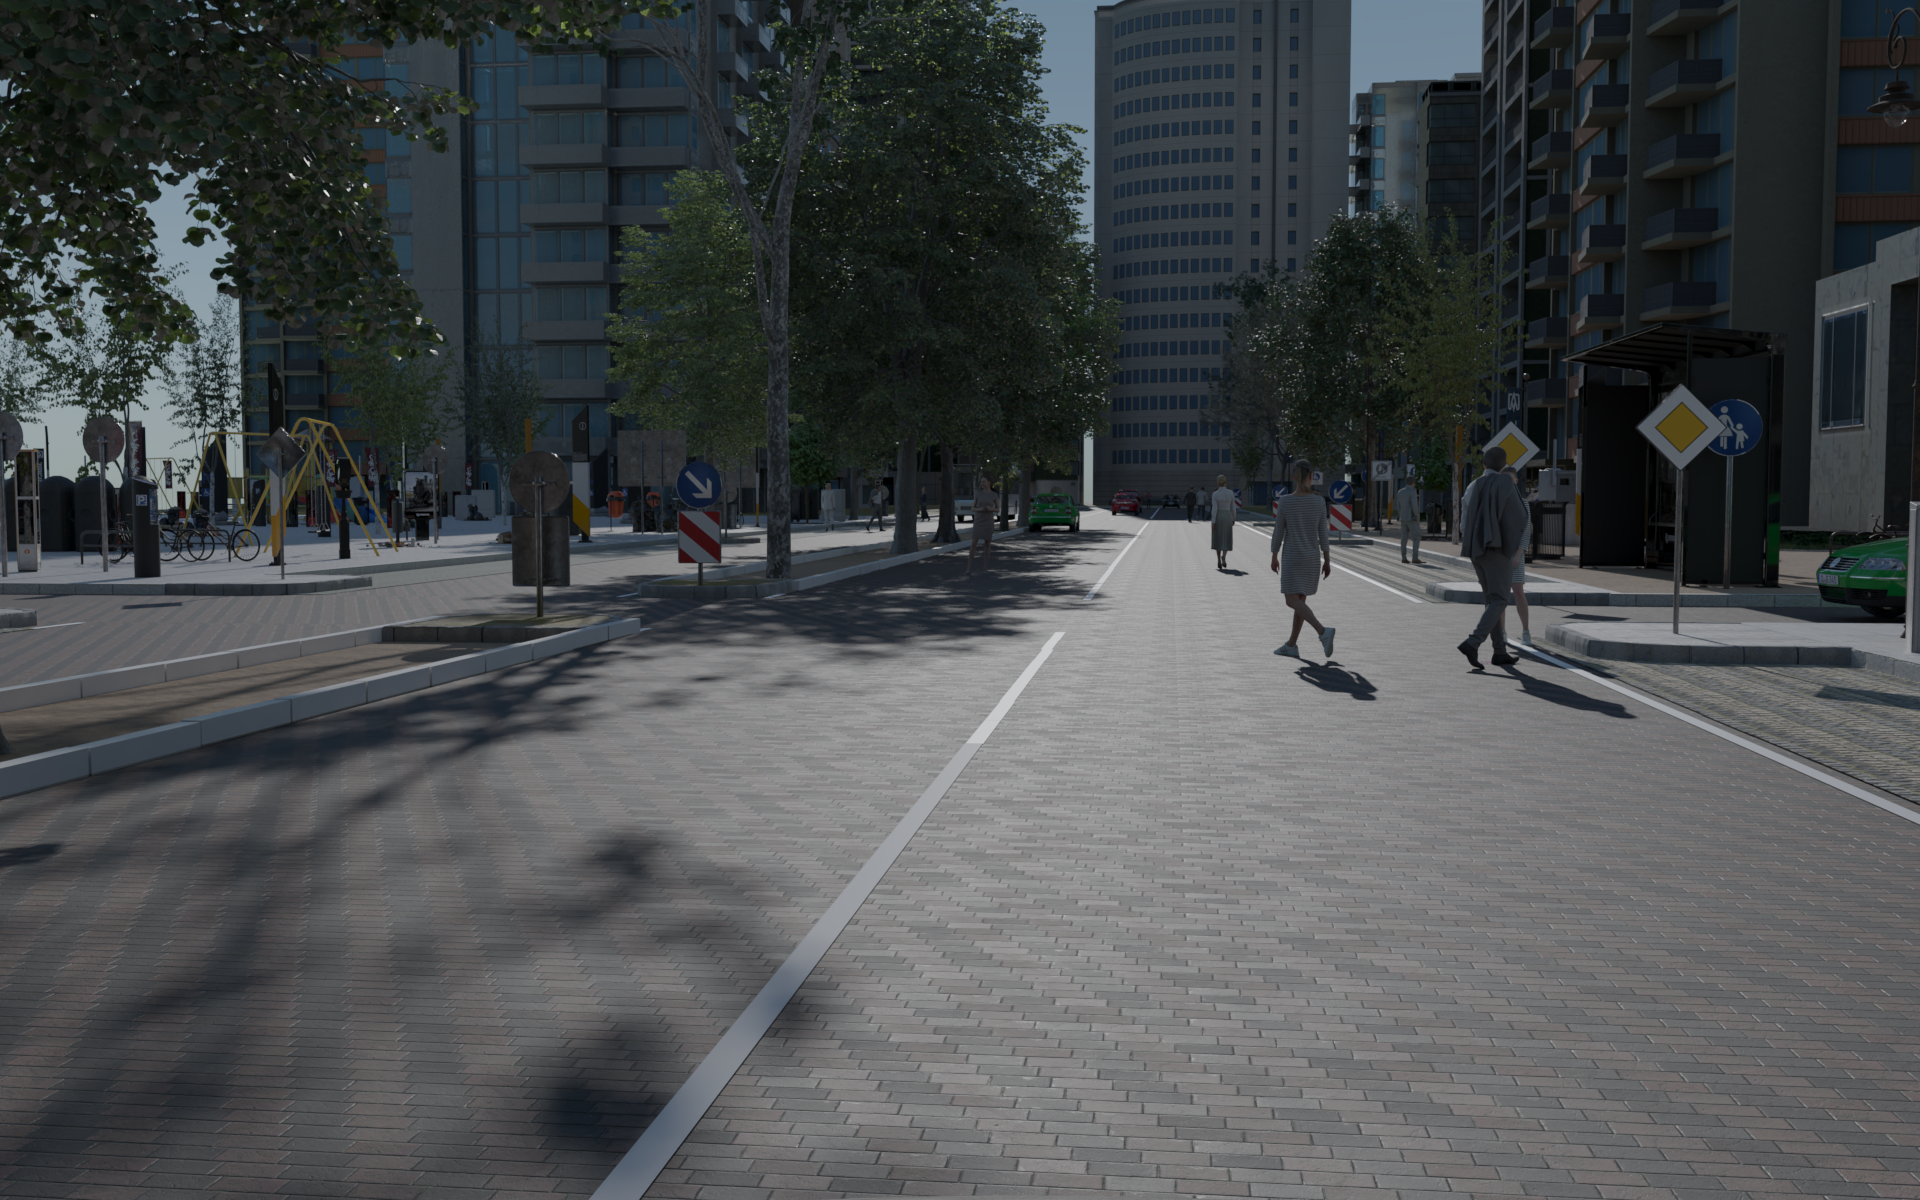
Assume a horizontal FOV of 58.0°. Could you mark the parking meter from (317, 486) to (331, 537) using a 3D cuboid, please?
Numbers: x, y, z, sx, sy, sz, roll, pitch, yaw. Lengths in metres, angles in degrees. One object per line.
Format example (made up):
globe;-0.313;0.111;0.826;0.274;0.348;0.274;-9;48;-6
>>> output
parking meter;-18.941;-2.640;51.576;0.372;1.533;0.369;0;3;0

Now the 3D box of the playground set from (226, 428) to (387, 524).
playground set;-28.460;-5.404;75.141;5.637;4.214;5.302;1;4;18

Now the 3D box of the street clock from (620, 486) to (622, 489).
street clock;-19.423;-5.860;100.383;0.471;2.002;0.358;1;4;18

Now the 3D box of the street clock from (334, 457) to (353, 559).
street clock;-12.196;-1.817;34.276;0.358;2.002;0.471;-2;4;-31

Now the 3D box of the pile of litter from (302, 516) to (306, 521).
pile of litter;-30.625;-4.157;81.929;1.176;0.858;1.719;1;4;11

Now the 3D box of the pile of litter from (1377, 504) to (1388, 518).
pile of litter;22.399;-4.800;92.449;1.176;0.858;1.719;2;4;29

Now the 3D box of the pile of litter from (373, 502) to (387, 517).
pile of litter;-33.050;-5.127;97.784;1.719;0.858;1.176;-1;4;-18

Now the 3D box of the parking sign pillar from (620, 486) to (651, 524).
parking sign pillar;-14.035;-5.295;75.045;1.447;3.967;1.447;3;4;38

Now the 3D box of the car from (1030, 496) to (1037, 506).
car;5.221;-6.441;117.897;1.945;1.354;3.894;1;4;8

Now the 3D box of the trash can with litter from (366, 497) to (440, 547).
trash can with litter;-13.699;-1.921;42.461;1.678;1.210;2.233;-1;4;-21

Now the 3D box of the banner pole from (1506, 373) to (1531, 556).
banner pole;11.562;-2.807;35.912;0.863;3.779;0.401;-2;4;-34

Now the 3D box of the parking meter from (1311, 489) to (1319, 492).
parking meter;17.529;-4.715;85.502;0.372;1.533;0.369;0;3;0

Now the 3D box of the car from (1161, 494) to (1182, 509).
car;20.774;-9.818;170.308;2.009;1.686;4.222;0;4;7

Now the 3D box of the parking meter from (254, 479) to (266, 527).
parking meter;-27.722;-3.845;68.574;0.399;1.863;0.255;1;4;17

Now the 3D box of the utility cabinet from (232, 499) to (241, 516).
utility cabinet;-42.765;-5.733;102.413;0.318;1.500;1.173;-1;4;-12

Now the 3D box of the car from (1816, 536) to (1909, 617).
car;12.112;-0.642;19.293;4.718;1.807;1.959;0;4;5

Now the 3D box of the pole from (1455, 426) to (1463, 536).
pole;14.867;-3.537;51.673;0.158;3.312;0.155;0;3;0

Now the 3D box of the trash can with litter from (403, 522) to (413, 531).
trash can with litter;-19.115;-3.016;60.694;1.055;1.170;0.624;-1;4;-20

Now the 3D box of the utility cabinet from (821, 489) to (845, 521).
utility cabinet;-5.895;-4.391;80.473;1.173;1.500;0.318;2;4;31

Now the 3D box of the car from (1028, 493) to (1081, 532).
car;3.663;-3.544;66.744;1.959;1.807;4.718;0;4;7

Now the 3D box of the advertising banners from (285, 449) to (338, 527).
advertising banners;-25.151;-4.338;67.122;2.074;3.025;0.090;-1;4;-13

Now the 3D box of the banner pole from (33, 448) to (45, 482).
banner pole;-44.056;-5.703;83.254;0.863;3.779;0.401;-1;4;-22

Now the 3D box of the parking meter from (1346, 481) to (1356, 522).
parking meter;17.939;-4.515;79.531;0.255;1.863;0.399;-3;5;-40

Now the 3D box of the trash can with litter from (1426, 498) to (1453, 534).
trash can with litter;15.633;-2.737;56.133;1.055;1.170;0.624;1;4;18

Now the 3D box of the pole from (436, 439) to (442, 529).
pole;-19.216;-4.282;63.856;0.158;3.312;0.155;0;3;0

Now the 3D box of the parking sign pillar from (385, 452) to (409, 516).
parking sign pillar;-33.205;-6.960;102.273;1.447;3.967;1.447;-1;4;-19

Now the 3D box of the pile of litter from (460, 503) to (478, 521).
pile of litter;-23.204;-4.225;83.051;1.719;0.858;1.176;3;4;39

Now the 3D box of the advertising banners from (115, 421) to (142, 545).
advertising banners;-20.343;-2.788;41.776;2.074;3.025;0.090;2;4;30

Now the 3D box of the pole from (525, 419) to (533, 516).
pole;-11.722;-3.260;47.136;0.158;3.312;0.155;0;3;0

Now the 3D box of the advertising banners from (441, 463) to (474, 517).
advertising banners;-28.132;-6.147;96.698;2.074;3.025;0.090;-2;4;-34

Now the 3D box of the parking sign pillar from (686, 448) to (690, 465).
parking sign pillar;-15.954;-6.891;101.144;1.447;3.967;1.447;-1;4;-10

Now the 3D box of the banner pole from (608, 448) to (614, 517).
banner pole;-19.215;-6.441;95.331;0.401;3.779;0.863;1;4;13

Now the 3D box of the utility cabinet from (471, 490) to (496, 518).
utility cabinet;-25.278;-5.089;91.891;1.173;1.500;0.318;0;4;1

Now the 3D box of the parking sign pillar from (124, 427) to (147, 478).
parking sign pillar;-32.750;-4.913;68.800;1.447;3.967;1.447;0;4;-6

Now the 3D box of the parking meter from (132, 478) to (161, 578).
parking meter;-12.543;-1.119;26.701;0.372;1.533;0.369;0;3;0

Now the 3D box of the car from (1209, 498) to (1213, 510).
car;23.327;-8.905;155.380;2.009;1.686;4.222;1;4;8

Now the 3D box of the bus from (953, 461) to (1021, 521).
bus;1.463;-6.070;94.108;2.948;3.499;13.247;0;4;8

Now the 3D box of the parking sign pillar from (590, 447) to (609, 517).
parking sign pillar;-20.791;-6.798;99.616;1.447;3.967;1.447;2;4;30

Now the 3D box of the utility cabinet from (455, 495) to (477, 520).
utility cabinet;-24.464;-4.564;85.789;1.020;1.237;0.306;0;4;-3

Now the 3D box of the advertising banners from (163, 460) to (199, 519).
advertising banners;-40.612;-5.760;90.369;0.090;3.025;2.074;2;4;34

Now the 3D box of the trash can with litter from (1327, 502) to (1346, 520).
trash can with litter;19.133;-4.584;86.006;1.678;1.210;2.233;-1;4;-18

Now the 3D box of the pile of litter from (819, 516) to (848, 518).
pile of litter;-6.899;-4.843;93.146;1.719;0.858;1.176;2;4;24

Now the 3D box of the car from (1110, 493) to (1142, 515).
car;11.263;-6.646;117.698;2.155;1.783;4.494;0;4;7

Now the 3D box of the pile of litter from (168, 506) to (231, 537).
pile of litter;-22.931;-2.357;52.506;1.719;0.858;1.176;-1;4;-21

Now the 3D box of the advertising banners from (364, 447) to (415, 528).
advertising banners;-21.315;-4.221;65.204;2.074;3.025;0.090;-2;4;-26

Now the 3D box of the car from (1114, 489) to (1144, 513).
car;12.899;-7.566;132.374;2.281;1.827;5.304;0;4;5

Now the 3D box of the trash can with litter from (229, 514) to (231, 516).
trash can with litter;-40.926;-5.141;95.110;2.233;1.210;1.678;0;4;6

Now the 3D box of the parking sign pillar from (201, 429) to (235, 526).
parking sign pillar;-30.629;-5.057;71.149;1.447;3.967;1.447;0;4;6

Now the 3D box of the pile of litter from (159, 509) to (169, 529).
pile of litter;-28.625;-2.996;62.954;1.719;0.858;1.176;0;4;8

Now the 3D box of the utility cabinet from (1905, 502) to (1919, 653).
utility cabinet;8.212;-0.168;13.913;1.020;1.237;0.306;1;4;19

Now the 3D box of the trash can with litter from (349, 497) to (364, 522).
trash can with litter;-27.800;-4.156;79.343;1.055;1.170;0.624;2;4;28

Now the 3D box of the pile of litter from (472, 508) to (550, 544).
pile of litter;-11.553;-1.904;45.095;1.176;0.858;1.719;3;5;43

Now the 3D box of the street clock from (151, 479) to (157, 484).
street clock;-38.756;-4.797;83.004;0.471;2.002;0.358;-1;4;-17
